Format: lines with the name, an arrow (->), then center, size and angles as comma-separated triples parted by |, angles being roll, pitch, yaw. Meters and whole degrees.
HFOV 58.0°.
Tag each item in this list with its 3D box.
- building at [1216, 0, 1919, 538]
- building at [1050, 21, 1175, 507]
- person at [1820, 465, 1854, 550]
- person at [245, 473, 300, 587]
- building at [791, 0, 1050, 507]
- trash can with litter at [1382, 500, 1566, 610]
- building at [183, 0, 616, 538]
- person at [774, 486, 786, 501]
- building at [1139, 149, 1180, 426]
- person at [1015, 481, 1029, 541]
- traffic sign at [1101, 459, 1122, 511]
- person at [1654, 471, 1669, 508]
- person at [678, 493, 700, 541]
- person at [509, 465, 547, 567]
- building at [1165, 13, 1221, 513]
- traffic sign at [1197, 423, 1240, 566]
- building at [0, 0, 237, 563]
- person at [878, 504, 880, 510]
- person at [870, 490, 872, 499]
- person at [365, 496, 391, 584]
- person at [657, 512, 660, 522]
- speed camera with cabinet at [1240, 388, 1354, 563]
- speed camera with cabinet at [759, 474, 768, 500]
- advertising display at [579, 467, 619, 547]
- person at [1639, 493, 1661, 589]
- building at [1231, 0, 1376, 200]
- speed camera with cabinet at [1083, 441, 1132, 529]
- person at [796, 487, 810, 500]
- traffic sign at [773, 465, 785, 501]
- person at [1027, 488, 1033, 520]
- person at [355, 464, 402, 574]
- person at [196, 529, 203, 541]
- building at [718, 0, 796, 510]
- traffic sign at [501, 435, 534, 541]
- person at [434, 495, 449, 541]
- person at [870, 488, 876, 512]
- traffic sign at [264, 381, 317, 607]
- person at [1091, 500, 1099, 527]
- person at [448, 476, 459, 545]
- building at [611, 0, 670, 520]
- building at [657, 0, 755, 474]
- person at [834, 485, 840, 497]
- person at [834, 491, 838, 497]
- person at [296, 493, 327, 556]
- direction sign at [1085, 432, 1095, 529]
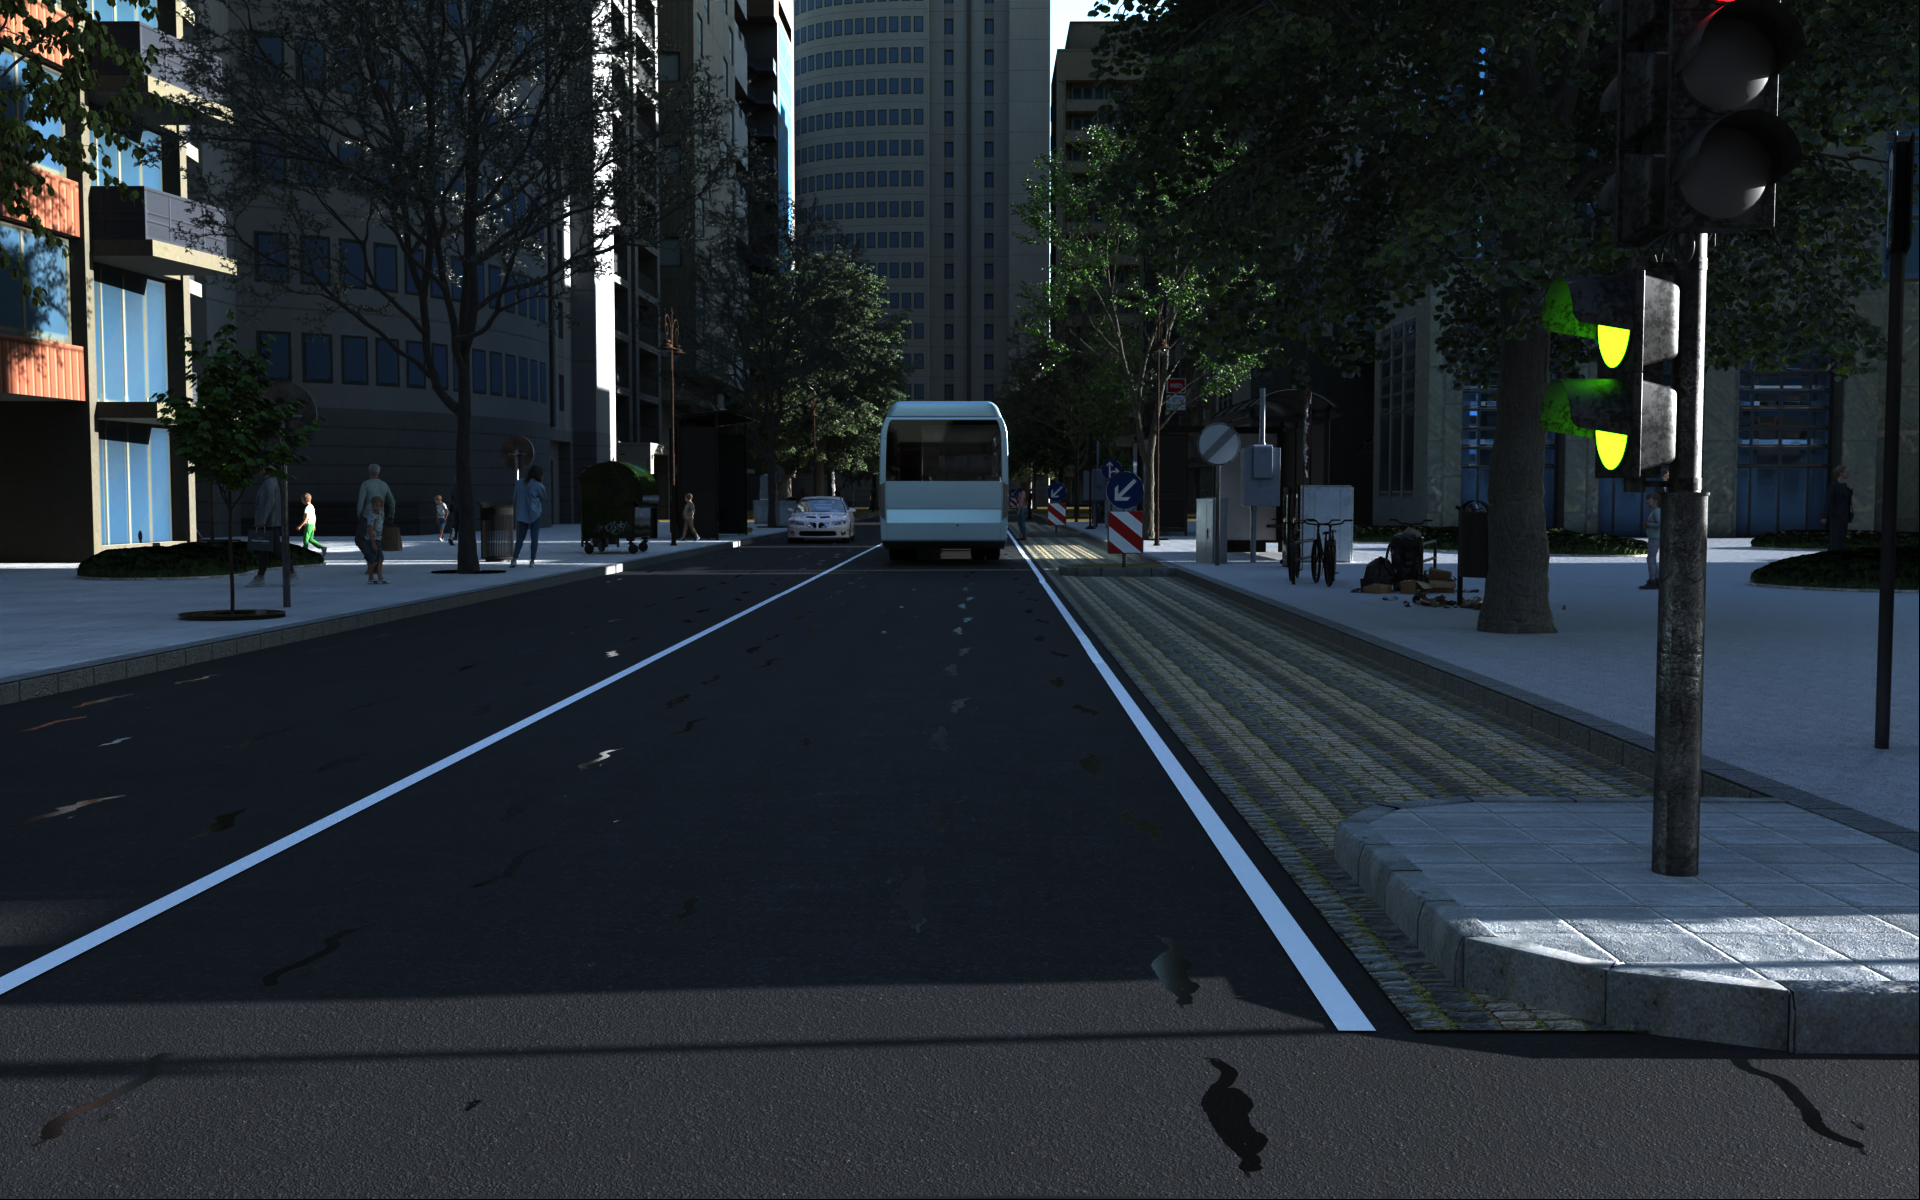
building -> 22.988, -45.914, 63.372 | 22.319, 86.520, 31.000 | 0, 4, 1
building -> 20.197, -34.157, 182.167 | 21.600, 48.544, 21.300 | 0, 4, 1
person -> 15.030, -1.423, 29.728 | 0.534, 1.772, 0.576 | 2, 4, 35
person -> -9.501, -1.079, 23.865 | 0.728, 1.800, 0.709 | -1, 4, -18
building -> -4.994, -39.152, 182.130 | 28.212, 58.520, 21.231 | 0, 4, 1
trash can with litter -> 5.783, -0.547, 20.009 | 1.678, 1.210, 2.233 | -1, 4, -21
building -> -26.233, -31.866, 63.009 | 21.231, 58.520, 28.212 | 0, 4, 1
person -> -9.805, -5.219, 92.080 | 1.217, 1.736, 0.721 | 0, 4, 7
building -> 21.495, -22.631, 141.710 | 14.160, 30.474, 14.107 | 0, 4, 1
person -> 1.935, -2.739, 53.285 | 0.388, 1.821, 0.555 | 1, 4, 15
traffic sign -> 5.510, -3.850, 63.048 | 0.768, 2.556, 0.104 | 0, 4, 4
person -> 17.381, -2.246, 42.546 | 0.659, 1.850, 0.755 | 0, 4, 7
person -> -7.369, -2.254, 47.168 | 0.640, 1.303, 0.475 | -3, 5, -44
person -> -7.578, -1.470, 30.339 | 0.793, 1.790, 0.793 | -2, 4, -25
building -> 26.159, -30.534, 118.844 | 23.786, 49.044, 30.456 | 0, 4, 1
traffic sign -> 4.620, -1.891, 31.017 | 0.768, 2.556, 0.104 | 0, 4, 1
building -> -25.799, -22.772, 26.949 | 22.147, 44.769, 28.867 | 0, 4, 1
person -> -3.382, -4.246, 78.509 | 0.593, 1.750, 0.643 | 2, 4, 31
person -> -8.159, -9.373, 161.763 | 0.705, 1.823, 1.348 | -2, 4, -28
person -> -8.303, -0.853, 24.669 | 0.332, 1.250, 0.352 | -3, 5, -41
person -> -13.908, -4.191, 79.245 | 0.332, 1.250, 0.352 | -2, 4, -34
speed camera with cabinet -> 6.339, -2.341, 32.611 | 2.038, 3.252, 0.660 | 0, 4, 0
speed camera with cabinet -> -9.042, -5.278, 80.630 | 0.660, 3.252, 2.038 | 0, 4, -7
advertising display -> -8.707, -2.243, 41.881 | 0.974, 1.923, 0.123 | 0, 4, -7
person -> 9.336, -0.797, 23.353 | 0.394, 1.301, 0.425 | 0, 4, -7
building -> 21.268, -19.863, 96.461 | 14.160, 30.474, 14.107 | 0, 4, 1
speed camera with cabinet -> 5.568, -4.323, 65.019 | 2.038, 3.252, 0.660 | -3, 4, -36
person -> -10.835, -6.905, 119.662 | 1.217, 1.743, 0.721 | 1, 4, 11
traffic sign -> -8.086, -4.655, 76.222 | 0.768, 2.556, 0.104 | 1, 4, 10
person -> 3.829, -5.415, 97.564 | 0.721, 1.766, 1.217 | 1, 4, 17
person -> -9.404, -1.316, 28.050 | 0.515, 1.767, 0.782 | 2, 4, 34
person -> -19.930, -2.361, 44.562 | 0.836, 1.842, 0.656 | 0, 4, -7
building -> -21.335, -30.062, 141.630 | 14.200, 45.320, 14.600 | 0, 4, 1
traffic sign -> -9.622, -2.296, 37.638 | 0.768, 2.556, 0.104 | 1, 4, 10
person -> -14.093, -2.224, 47.089 | 0.352, 1.250, 0.332 | -2, 4, -28
person -> -6.246, -7.307, 126.034 | 0.721, 1.766, 1.217 | 0, 4, 7
traffic sign -> -7.637, -1.191, 19.576 | 0.768, 2.556, 0.104 | 0, 4, 3
person -> 5.177, -3.764, 67.393 | 0.447, 1.846, 0.655 | 0, 4, 5
person -> -12.536, -2.255, 43.331 | 0.576, 1.772, 0.534 | 0, 4, 4
building -> -24.750, -39.897, 90.570 | 20.563, 71.187, 20.611 | 0, 4, 1
building -> -28.937, -32.172, 115.255 | 28.713, 52.752, 27.495 | 0, 4, 1
person -> -6.610, -5.413, 95.058 | 0.721, 1.766, 1.217 | 0, 4, -5
person -> -6.475, -4.991, 90.911 | 0.557, 1.426, 1.065 | -3, 5, -44
person -> -13.142, -1.516, 35.078 | 0.590, 1.304, 0.306 | -2, 4, -26
direction sign -> 4.765, -4.363, 63.327 | 0.379, 3.537, 0.876 | 1, 4, 10
